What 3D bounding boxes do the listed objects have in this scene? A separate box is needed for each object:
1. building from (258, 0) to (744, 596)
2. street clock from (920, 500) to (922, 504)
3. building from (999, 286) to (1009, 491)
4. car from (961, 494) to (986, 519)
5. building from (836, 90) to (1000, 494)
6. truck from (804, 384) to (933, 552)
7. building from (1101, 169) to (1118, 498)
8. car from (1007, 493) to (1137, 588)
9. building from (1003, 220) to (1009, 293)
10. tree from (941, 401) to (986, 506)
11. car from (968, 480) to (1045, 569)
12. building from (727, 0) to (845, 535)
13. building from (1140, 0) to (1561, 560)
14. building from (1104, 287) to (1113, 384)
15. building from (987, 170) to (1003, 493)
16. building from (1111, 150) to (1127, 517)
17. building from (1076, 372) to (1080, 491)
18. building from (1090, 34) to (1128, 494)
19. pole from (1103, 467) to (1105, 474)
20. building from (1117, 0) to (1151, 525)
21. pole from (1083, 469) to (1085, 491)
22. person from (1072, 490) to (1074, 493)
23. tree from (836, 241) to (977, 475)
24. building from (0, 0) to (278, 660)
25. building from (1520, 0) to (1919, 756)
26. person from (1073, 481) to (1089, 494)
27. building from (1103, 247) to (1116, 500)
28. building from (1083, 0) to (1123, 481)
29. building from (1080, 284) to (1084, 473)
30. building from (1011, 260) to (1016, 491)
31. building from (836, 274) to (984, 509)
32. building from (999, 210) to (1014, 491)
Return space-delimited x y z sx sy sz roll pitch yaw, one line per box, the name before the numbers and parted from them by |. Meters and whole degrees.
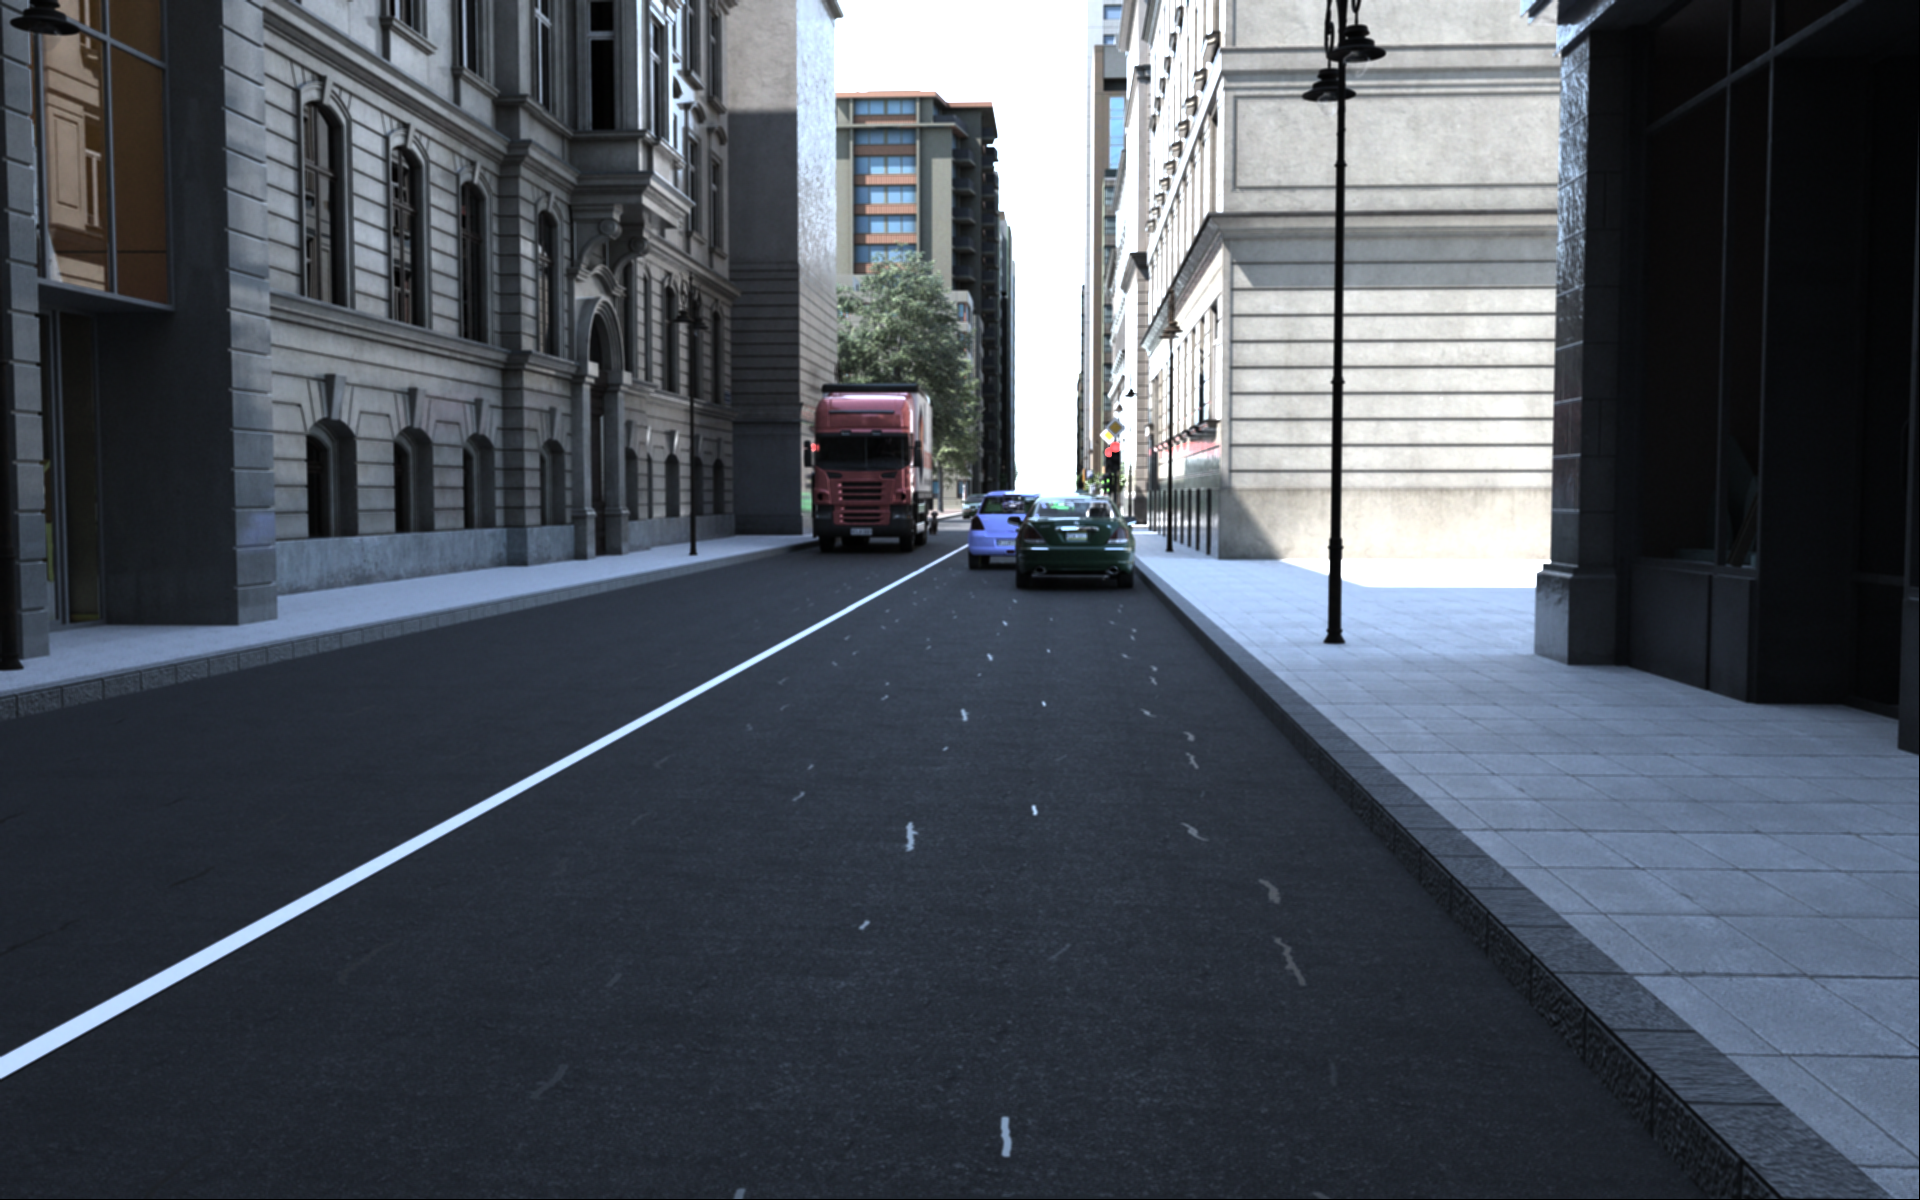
building | -12.926 -13.199 34.890 14.460 24.649 34.723 0 4 3
street clock | -2.479 -6.562 111.858 0.471 2.002 0.358 2 4 25
building | -0.607 -28.481 237.370 14.160 30.474 14.107 0 4 3
car | 1.099 -5.573 100.905 2.009 1.686 4.222 0 4 4
building | -6.989 -32.766 190.356 22.147 44.769 28.867 0 4 3
truck | -2.211 -3.511 46.325 2.839 4.237 11.283 0 4 2
building | 19.803 -23.510 156.095 14.160 30.474 14.107 0 4 3
car | 1.818 -0.985 27.910 2.131 1.459 4.920 0 4 2
building | -0.210 -34.742 251.618 14.154 41.232 14.086 0 4 3
tree | 0.214 -11.386 136.526 4.360 8.622 3.978 0 3 0
car | 1.120 -1.517 34.400 1.945 1.707 3.694 0 4 5
building | -13.547 -12.814 58.663 18.267 20.994 9.793 0 4 3
building | 13.136 -13.065 46.896 16.112 22.955 30.059 0 4 3
building | 17.237 -18.265 134.791 11.583 22.565 21.152 0 4 3
building | -2.387 -32.384 213.070 14.154 41.232 14.086 0 4 3
building | 13.496 -15.102 96.070 9.793 20.994 18.267 0 4 3
building | 31.340 -25.346 259.445 27.650 21.520 28.899 0 4 3
building | 19.872 -31.804 170.108 14.600 45.320 14.200 0 4 3
pole | 10.640 -8.220 128.245 0.158 3.312 0.155 0 3 0
building | 19.610 -17.028 75.668 25.104 27.353 12.463 0 4 3
pole | 10.012 -8.938 139.986 0.158 3.312 0.155 0 3 0
person | 9.468 -8.454 147.167 0.683 1.767 0.568 0 4 4
tree | -3.668 -11.155 89.043 9.857 13.997 8.962 0 3 0
building | -13.235 -13.761 2.494 11.434 29.767 29.804 0 4 3
building | 8.953 -9.832 11.662 10.553 20.767 40.483 0 4 3
person | 3.661 -2.702 52.699 0.660 1.820 0.620 -1 4 -18
building | 14.987 -15.302 114.813 10.561 19.102 19.286 0 4 3
building | 24.248 -39.753 191.953 21.231 58.520 28.212 0 4 3
building | 23.485 -28.492 237.553 14.160 30.474 14.107 0 4 3
building | 2.316 -37.354 294.324 14.154 41.232 14.086 0 4 3
building | -12.260 -19.412 162.419 27.650 21.520 28.899 0 4 3
building | 1.484 -38.509 279.733 14.600 45.320 14.200 0 4 3
